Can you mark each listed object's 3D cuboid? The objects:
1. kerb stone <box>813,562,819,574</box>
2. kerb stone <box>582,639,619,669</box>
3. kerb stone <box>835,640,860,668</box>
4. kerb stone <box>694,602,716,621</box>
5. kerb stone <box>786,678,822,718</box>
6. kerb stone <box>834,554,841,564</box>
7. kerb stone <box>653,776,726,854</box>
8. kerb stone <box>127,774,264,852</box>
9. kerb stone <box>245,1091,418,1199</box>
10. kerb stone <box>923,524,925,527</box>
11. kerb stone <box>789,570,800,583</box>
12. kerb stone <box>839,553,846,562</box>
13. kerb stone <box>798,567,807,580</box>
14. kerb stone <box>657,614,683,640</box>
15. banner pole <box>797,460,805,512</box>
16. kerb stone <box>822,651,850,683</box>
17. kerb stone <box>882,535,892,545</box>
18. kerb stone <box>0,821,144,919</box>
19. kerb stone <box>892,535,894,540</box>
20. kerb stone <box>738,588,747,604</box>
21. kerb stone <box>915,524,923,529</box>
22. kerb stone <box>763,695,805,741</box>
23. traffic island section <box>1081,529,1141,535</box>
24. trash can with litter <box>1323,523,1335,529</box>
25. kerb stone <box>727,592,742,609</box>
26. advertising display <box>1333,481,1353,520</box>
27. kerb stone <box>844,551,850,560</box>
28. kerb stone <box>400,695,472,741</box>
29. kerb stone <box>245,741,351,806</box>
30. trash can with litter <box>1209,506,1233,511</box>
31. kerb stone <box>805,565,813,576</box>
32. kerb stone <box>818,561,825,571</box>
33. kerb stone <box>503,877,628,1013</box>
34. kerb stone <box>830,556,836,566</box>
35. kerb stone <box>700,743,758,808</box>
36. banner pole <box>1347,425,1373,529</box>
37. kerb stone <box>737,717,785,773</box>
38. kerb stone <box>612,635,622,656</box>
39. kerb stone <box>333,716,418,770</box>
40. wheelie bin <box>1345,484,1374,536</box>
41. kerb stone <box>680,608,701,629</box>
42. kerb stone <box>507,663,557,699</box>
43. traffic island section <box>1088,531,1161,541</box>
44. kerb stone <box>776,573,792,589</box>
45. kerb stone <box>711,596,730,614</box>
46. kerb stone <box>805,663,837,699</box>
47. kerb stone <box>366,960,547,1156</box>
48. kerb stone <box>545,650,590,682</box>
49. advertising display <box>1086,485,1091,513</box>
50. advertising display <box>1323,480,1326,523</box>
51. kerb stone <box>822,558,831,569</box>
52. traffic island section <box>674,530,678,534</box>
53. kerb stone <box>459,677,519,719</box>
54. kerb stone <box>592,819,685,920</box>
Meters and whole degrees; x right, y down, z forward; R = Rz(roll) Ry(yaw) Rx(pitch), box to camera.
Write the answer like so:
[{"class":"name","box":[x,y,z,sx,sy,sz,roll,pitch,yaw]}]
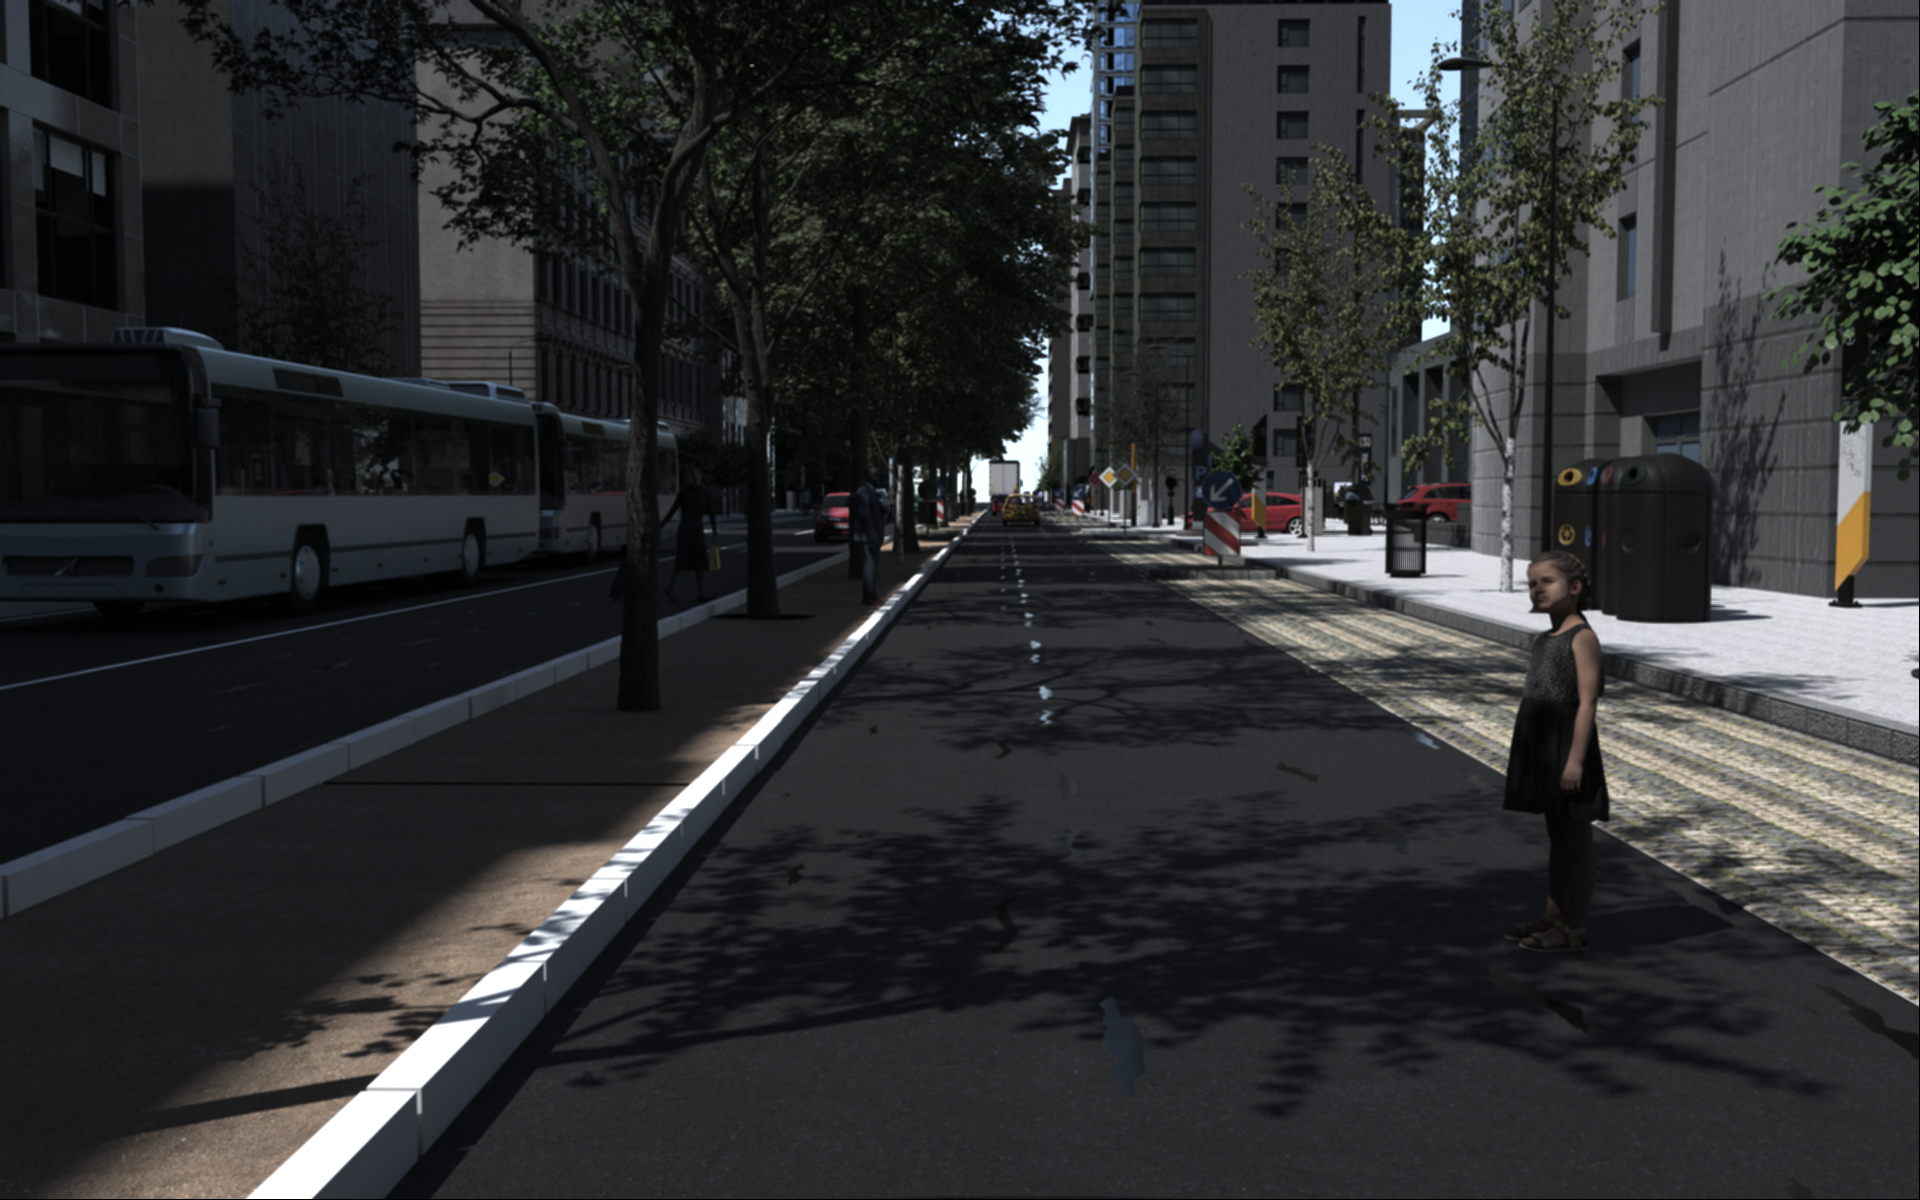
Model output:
[{"class":"kerb stone","box":[-2.672,-0.535,30.953,0.120,0.150,1.000,0,4,1]},{"class":"kerb stone","box":[-3.056,0.468,14.539,0.120,0.150,1.000,0,4,1]},{"class":"kerb stone","box":[-0.959,0.471,14.501,0.120,0.150,1.000,0,4,1]},{"class":"kerb stone","box":[-2.943,0.155,19.671,0.120,0.150,1.000,0,4,1]},{"class":"kerb stone","box":[-1.043,0.659,11.424,0.120,0.150,1.000,0,4,1]},{"class":"kerb stone","box":[-2.568,-0.784,35.070,0.120,0.150,1.000,0,4,1]},{"class":"kerb stone","box":[-1.141,0.910,7.317,0.120,0.150,1.000,0,4,1]},{"class":"kerb stone","box":[-3.242,0.907,7.364,0.120,0.150,1.000,0,4,1]},{"class":"kerb stone","box":[-1.238,1.160,3.224,0.120,0.150,1.000,0,4,1]},{"class":"kerb stone","box":[-1.665,-3.077,72.509,0.120,0.150,1.000,0,4,1]},{"class":"kerb stone","box":[-2.740,-0.347,27.875,0.120,0.150,1.000,0,4,1]},{"class":"kerb stone","box":[-2.544,-0.850,36.092,0.120,0.150,1.000,0,4,1]},{"class":"kerb stone","box":[-2.709,-0.410,28.897,0.120,0.150,1.000,0,4,1]},{"class":"kerb stone","box":[-2.995,0.280,17.621,0.120,0.150,1.000,0,4,1]},{"class":"banner pole","box":[-11.651,-8.396,127.295,0.401,3.779,0.863,3,4,37]},{"class":"kerb stone","box":[-0.981,0.534,13.472,0.120,0.150,1.000,0,4,1]},{"class":"kerb stone","box":[-2.174,-1.790,51.463,0.120,0.150,1.000,0,4,1]},{"class":"kerb stone","box":[-3.256,0.973,6.339,0.120,0.150,1.000,0,4,1]},{"class":"kerb stone","box":[-2.149,-1.853,52.487,0.120,0.150,1.000,0,4,1]},{"class":"kerb stone","box":[-2.868,-0.033,22.742,0.120,0.150,1.000,0,4,1]},{"class":"kerb stone","box":[-1.693,-3.014,71.476,0.120,0.150,1.000,0,4,1]},{"class":"kerb stone","box":[-1.065,0.721,10.399,0.120,0.150,1.000,0,4,1]},{"class":"traffic island section","box":[5.387,-2.451,62.355,2.009,0.180,2.903,0,4,1]},{"class":"trash can with litter","box":[12.508,-3.203,63.429,2.233,1.210,1.678,2,4,23]},{"class":"kerb stone","box":[-2.899,0.030,21.720,0.120,0.150,1.000,0,4,1]},{"class":"advertising display","box":[19.000,-4.936,85.921,0.974,1.923,0.123,1,4,22]},{"class":"kerb stone","box":[-2.518,-0.912,37.114,0.120,0.150,1.000,0,4,1]},{"class":"kerb stone","box":[-3.175,0.719,10.445,0.120,0.150,1.000,0,4,1]},{"class":"kerb stone","box":[-3.213,0.845,8.393,0.120,0.150,1.000,0,4,1]},{"class":"trash can with litter","box":[7.252,-2.261,48.352,0.624,1.170,1.055,0,4,-4]},{"class":"kerb stone","box":[-2.693,-0.469,29.926,0.120,0.150,1.000,0,4,1]},{"class":"kerb stone","box":[-2.645,-0.587,31.984,0.120,0.150,1.000,0,4,1]},{"class":"kerb stone","box":[-1.187,1.035,5.268,0.120,0.150,1.000,0,4,1]},{"class":"kerb stone","box":[-2.596,-0.721,34.036,0.120,0.150,1.000,0,4,1]},{"class":"kerb stone","box":[-1.117,0.850,8.349,0.120,0.150,1.000,0,4,1]},{"class":"banner pole","box":[14.556,-4.464,63.001,0.863,3.779,0.401,1,4,20]},{"class":"kerb stone","box":[-1.083,0.784,9.377,0.120,0.150,1.000,0,4,1]},{"class":"kerb stone","box":[-3.043,0.410,15.562,0.120,0.150,1.000,0,4,1]},{"class":"kerb stone","box":[-3.191,0.782,9.415,0.120,0.150,1.000,0,4,1]},{"class":"wheelie bin","box":[12.314,-2.789,53.516,0.980,1.594,0.693,-3,5,-42]},{"class":"kerb stone","box":[-2.965,0.223,18.647,0.120,0.150,1.000,0,4,1]},{"class":"kerb stone","box":[-3.114,0.594,12.489,0.120,0.150,1.000,0,4,1]},{"class":"traffic island section","box":[5.194,-1.963,54.373,2.009,0.180,2.903,0,4,1]},{"class":"kerb stone","box":[-2.770,-0.284,26.838,0.120,0.150,1.000,0,4,1]},{"class":"kerb stone","box":[-2.915,0.092,20.696,0.120,0.150,1.000,0,4,1]},{"class":"kerb stone","box":[-1.014,0.596,12.447,0.120,0.150,1.000,0,4,1]},{"class":"kerb stone","box":[-1.211,1.098,4.246,0.120,0.150,1.000,0,4,1]},{"class":"kerb stone","box":[-3.089,0.531,13.518,0.120,0.150,1.000,0,4,1]},{"class":"advertising display","box":[8.700,-6.865,117.449,0.123,1.923,0.974,-1,4,-11]},{"class":"advertising display","box":[16.293,-4.419,77.463,0.123,1.923,0.974,1,4,12]},{"class":"kerb stone","box":[-2.620,-0.662,33.014,0.120,0.150,1.000,0,4,1]},{"class":"traffic island section","box":[-11.150,-2.476,62.758,2.009,0.180,2.903,0,4,1]},{"class":"kerb stone","box":[-3.137,0.656,11.467,0.120,0.150,1.000,0,4,1]},{"class":"kerb stone","box":[-1.162,0.973,6.292,0.120,0.150,1.000,0,4,1]}]
